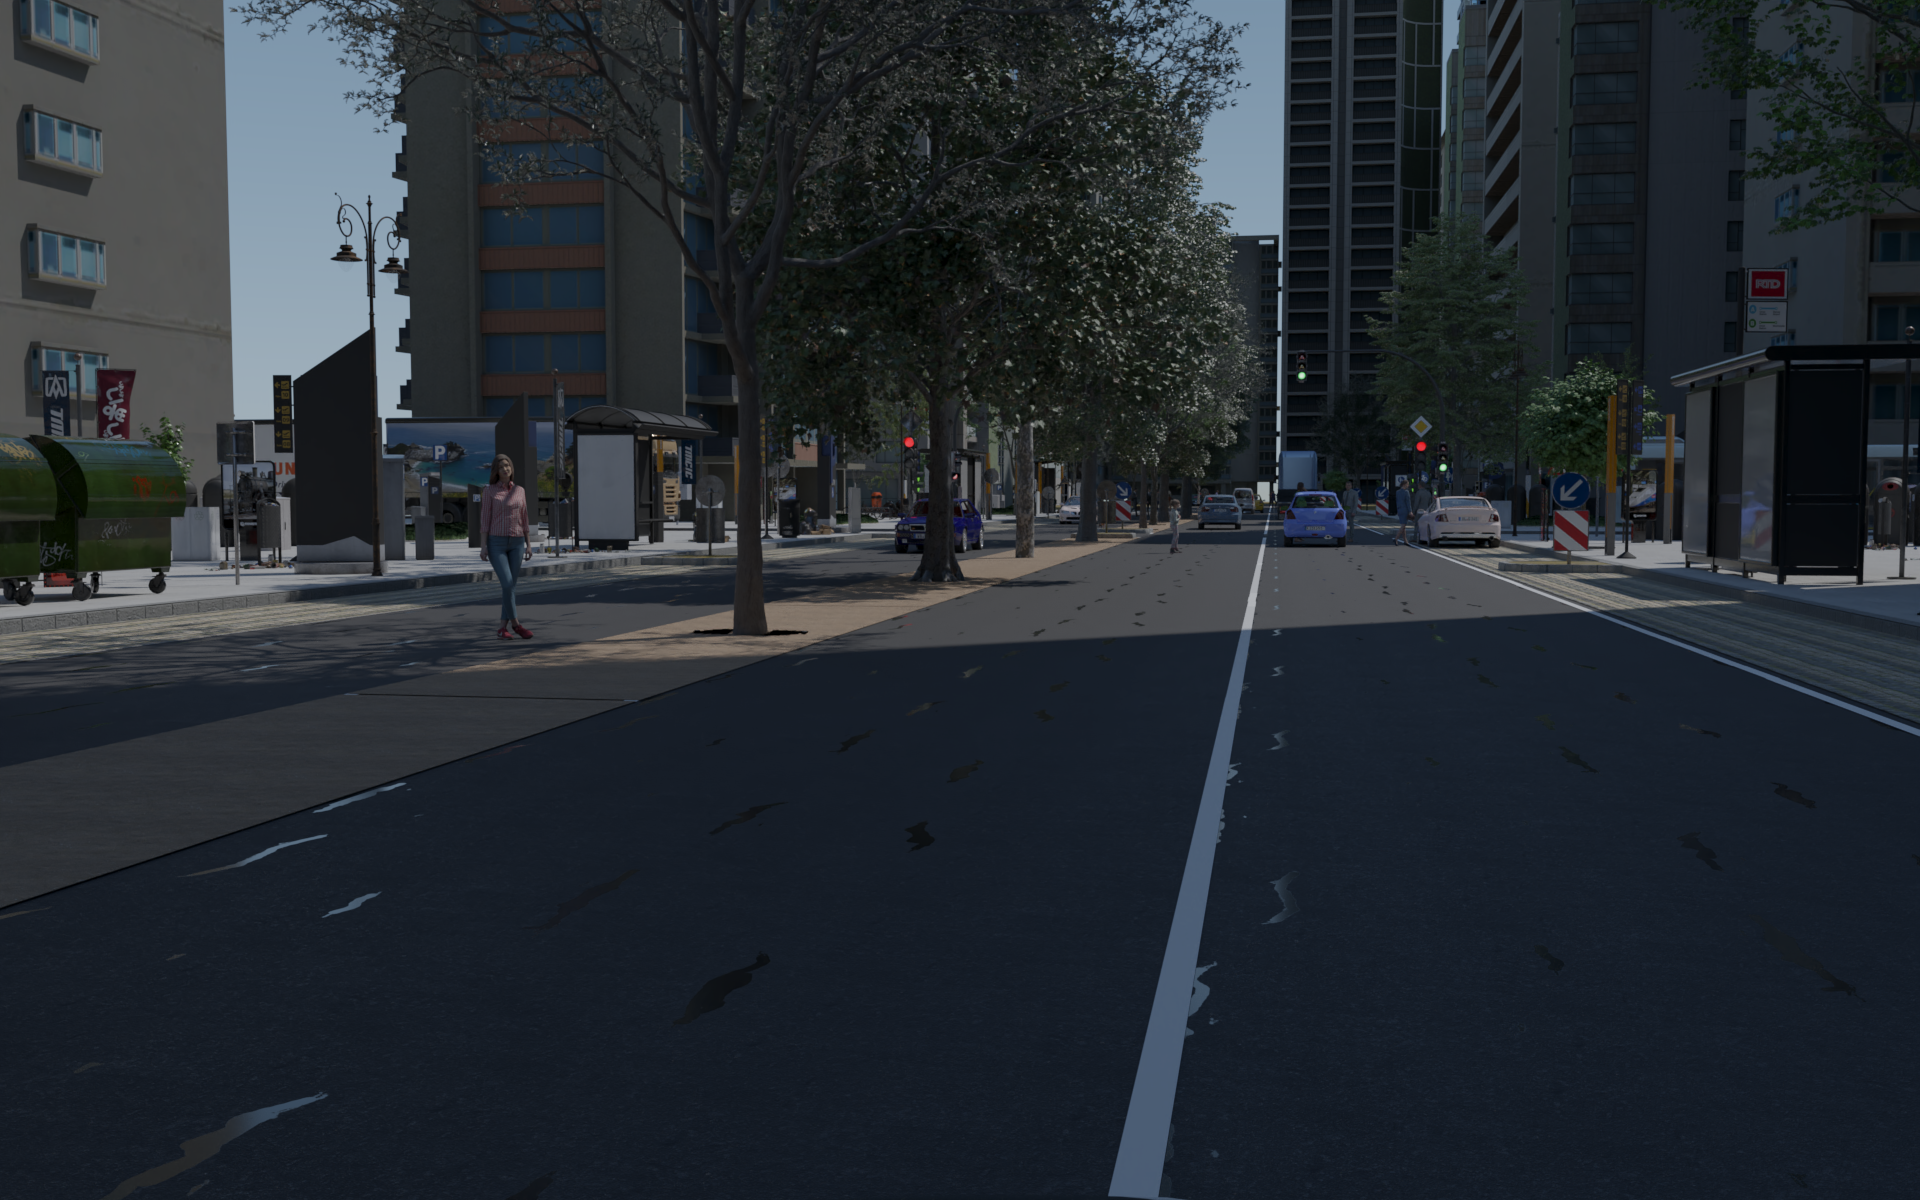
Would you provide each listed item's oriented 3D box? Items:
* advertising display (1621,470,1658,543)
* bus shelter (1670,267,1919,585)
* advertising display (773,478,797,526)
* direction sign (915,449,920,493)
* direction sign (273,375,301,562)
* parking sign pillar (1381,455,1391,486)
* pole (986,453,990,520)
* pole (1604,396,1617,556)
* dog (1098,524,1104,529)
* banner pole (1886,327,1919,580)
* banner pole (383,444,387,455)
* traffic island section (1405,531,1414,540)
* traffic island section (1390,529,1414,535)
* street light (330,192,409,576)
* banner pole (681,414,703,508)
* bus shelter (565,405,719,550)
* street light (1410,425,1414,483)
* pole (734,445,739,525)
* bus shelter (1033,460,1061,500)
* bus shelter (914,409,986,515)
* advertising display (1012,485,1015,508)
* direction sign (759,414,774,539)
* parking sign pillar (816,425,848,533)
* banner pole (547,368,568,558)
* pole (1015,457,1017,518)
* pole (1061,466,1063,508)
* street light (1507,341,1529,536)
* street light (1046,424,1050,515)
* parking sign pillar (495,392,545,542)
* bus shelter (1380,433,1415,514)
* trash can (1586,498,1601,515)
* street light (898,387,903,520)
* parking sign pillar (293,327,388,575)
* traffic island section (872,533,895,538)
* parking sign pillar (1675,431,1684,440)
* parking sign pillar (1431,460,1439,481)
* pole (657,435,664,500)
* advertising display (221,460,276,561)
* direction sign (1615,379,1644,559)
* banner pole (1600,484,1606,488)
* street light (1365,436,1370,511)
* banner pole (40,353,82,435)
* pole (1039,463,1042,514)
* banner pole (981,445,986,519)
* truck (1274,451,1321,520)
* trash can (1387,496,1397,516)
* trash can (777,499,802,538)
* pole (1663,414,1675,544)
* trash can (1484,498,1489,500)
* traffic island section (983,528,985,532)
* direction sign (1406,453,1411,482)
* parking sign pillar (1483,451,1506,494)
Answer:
[{"bbox_3d":[17.868,-2.468,45.570,0.974,1.923,0.123,-1,4,-10],"label":"advertising display"},{"bbox_3d":[13.167,-3.110,28.487,2.179,5.291,8.768,1,4,10],"label":"bus shelter"},{"bbox_3d":[-6.932,-3.885,68.736,0.974,1.923,0.123,1,4,12],"label":"advertising display"},{"bbox_3d":[-2.191,-5.875,88.053,0.379,3.537,0.876,-1,4,-22],"label":"direction sign"},{"bbox_3d":[-12.600,-2.506,32.969,0.876,3.537,0.379,0,4,1],"label":"direction sign"},{"bbox_3d":[29.204,-7.925,118.038,1.447,3.967,1.447,-1,4,-15],"label":"parking sign pillar"},{"bbox_3d":[1.405,-5.658,86.357,0.158,3.312,0.155,0,3,0],"label":"pole"},{"bbox_3d":[13.544,-2.579,36.014,0.158,3.312,0.155,0,3,0],"label":"pole"},{"bbox_3d":[5.569,-2.987,68.124,0.406,0.507,0.540,-1,4,-23],"label":"dog"},{"bbox_3d":[14.427,-2.198,25.961,0.863,3.779,0.401,1,4,11],"label":"banner pole"},{"bbox_3d":[-25.163,-5.248,75.821,0.863,3.779,0.401,0,4,1],"label":"banner pole"},{"bbox_3d":[15.084,-1.958,54.301,2.009,0.180,2.903,1,4,10],"label":"traffic island section"},{"bbox_3d":[16.506,-2.439,62.159,2.009,0.180,2.903,1,4,10],"label":"traffic island section"},{"bbox_3d":[-9.123,-3.311,26.925,0.468,5.910,1.993,1,4,10],"label":"street light"},{"bbox_3d":[-8.363,-3.940,54.435,0.863,3.779,0.401,-1,4,-18],"label":"banner pole"},{"bbox_3d":[-7.662,-2.937,41.944,2.014,3.302,5.546,1,4,10],"label":"bus shelter"},{"bbox_3d":[23.836,-7.244,91.233,0.468,5.910,1.993,1,4,10],"label":"street light"},{"bbox_3d":[-9.363,-4.827,72.758,0.158,3.312,0.155,0,3,0],"label":"pole"},{"bbox_3d":[5.754,-7.861,119.813,1.731,3.624,6.357,1,4,10],"label":"bus shelter"},{"bbox_3d":[-0.573,-6.304,80.705,2.179,5.291,8.768,1,4,10],"label":"bus shelter"},{"bbox_3d":[4.058,-7.218,123.230,0.123,1.923,0.974,-2,4,-33],"label":"advertising display"},{"bbox_3d":[-5.521,-3.514,49.455,0.379,3.537,0.876,1,4,20],"label":"direction sign"},{"bbox_3d":[-4.441,-4.233,57.688,1.447,3.967,1.447,0,4,5],"label":"parking sign pillar"},{"bbox_3d":[-7.961,-2.715,34.414,0.401,3.779,0.863,-2,4,-29],"label":"banner pole"},{"bbox_3d":[3.005,-5.955,91.210,0.158,3.312,0.155,0,3,0],"label":"pole"},{"bbox_3d":[7.328,-7.993,124.525,0.158,3.312,0.155,0,3,0],"label":"pole"},{"bbox_3d":[16.825,-4.866,52.349,0.468,5.910,1.993,1,4,10],"label":"street light"},{"bbox_3d":[5.471,-8.268,107.963,0.468,5.910,1.993,1,4,10],"label":"street light"},{"bbox_3d":[-11.861,-3.537,46.296,1.447,3.967,1.447,3,5,40],"label":"parking sign pillar"},{"bbox_3d":[28.357,-8.220,112.028,2.179,5.291,8.768,1,4,10],"label":"bus shelter"},{"bbox_3d":[25.770,-3.608,70.649,0.748,1.137,0.748,0,3,0],"label":"trash can"},{"bbox_3d":[-2.210,-5.680,65.652,0.468,5.910,1.993,1,4,10],"label":"street light"},{"bbox_3d":[-10.083,-2.425,28.113,1.447,3.967,1.447,0,4,-3],"label":"parking sign pillar"},{"bbox_3d":[-1.636,-2.143,57.321,2.009,0.180,2.903,1,4,10],"label":"traffic island section"},{"bbox_3d":[28.738,-4.982,69.928,1.447,3.967,1.447,2,4,29],"label":"parking sign pillar"},{"bbox_3d":[26.607,-6.617,96.666,1.447,3.967,1.447,2,4,25],"label":"parking sign pillar"},{"bbox_3d":[-10.179,-3.974,58.817,0.158,3.312,0.155,0,3,0],"label":"pole"},{"bbox_3d":[-13.630,-1.713,33.218,0.974,1.923,0.123,-1,4,-14],"label":"advertising display"},{"bbox_3d":[13.268,-2.592,34.375,0.876,3.537,0.379,-3,4,-36],"label":"direction sign"},{"bbox_3d":[30.072,-5.523,80.324,0.401,3.779,0.863,-3,4,-38],"label":"banner pole"},{"bbox_3d":[31.614,-9.882,134.359,0.468,5.910,1.993,1,4,10],"label":"street light"},{"bbox_3d":[-15.908,-2.499,30.874,0.863,3.779,0.401,0,4,-3],"label":"banner pole"},{"bbox_3d":[5.186,-7.235,112.135,0.158,3.312,0.155,0,3,0],"label":"pole"},{"bbox_3d":[1.225,-6.078,89.389,0.401,3.779,0.863,0,4,5],"label":"banner pole"},{"bbox_3d":[20.130,-6.920,102.895,2.967,4.110,18.799,1,4,10],"label":"truck"},{"bbox_3d":[25.455,-5.528,102.039,0.748,1.137,0.748,0,3,0],"label":"trash can"},{"bbox_3d":[-4.989,-2.386,50.660,0.748,1.137,0.748,0,3,0],"label":"trash can"},{"bbox_3d":[18.184,-3.093,44.409,0.158,3.312,0.155,0,3,0],"label":"pole"},{"bbox_3d":[19.693,-3.309,65.752,0.748,1.137,0.748,0,3,0],"label":"trash can"},{"bbox_3d":[-0.214,-2.624,65.179,2.009,0.180,2.903,1,4,10],"label":"traffic island section"},{"bbox_3d":[24.739,-6.337,95.599,0.379,3.537,0.876,2,4,26],"label":"direction sign"},{"bbox_3d":[32.652,-7.178,105.837,1.447,3.967,1.447,-1,4,-15],"label":"parking sign pillar"}]
